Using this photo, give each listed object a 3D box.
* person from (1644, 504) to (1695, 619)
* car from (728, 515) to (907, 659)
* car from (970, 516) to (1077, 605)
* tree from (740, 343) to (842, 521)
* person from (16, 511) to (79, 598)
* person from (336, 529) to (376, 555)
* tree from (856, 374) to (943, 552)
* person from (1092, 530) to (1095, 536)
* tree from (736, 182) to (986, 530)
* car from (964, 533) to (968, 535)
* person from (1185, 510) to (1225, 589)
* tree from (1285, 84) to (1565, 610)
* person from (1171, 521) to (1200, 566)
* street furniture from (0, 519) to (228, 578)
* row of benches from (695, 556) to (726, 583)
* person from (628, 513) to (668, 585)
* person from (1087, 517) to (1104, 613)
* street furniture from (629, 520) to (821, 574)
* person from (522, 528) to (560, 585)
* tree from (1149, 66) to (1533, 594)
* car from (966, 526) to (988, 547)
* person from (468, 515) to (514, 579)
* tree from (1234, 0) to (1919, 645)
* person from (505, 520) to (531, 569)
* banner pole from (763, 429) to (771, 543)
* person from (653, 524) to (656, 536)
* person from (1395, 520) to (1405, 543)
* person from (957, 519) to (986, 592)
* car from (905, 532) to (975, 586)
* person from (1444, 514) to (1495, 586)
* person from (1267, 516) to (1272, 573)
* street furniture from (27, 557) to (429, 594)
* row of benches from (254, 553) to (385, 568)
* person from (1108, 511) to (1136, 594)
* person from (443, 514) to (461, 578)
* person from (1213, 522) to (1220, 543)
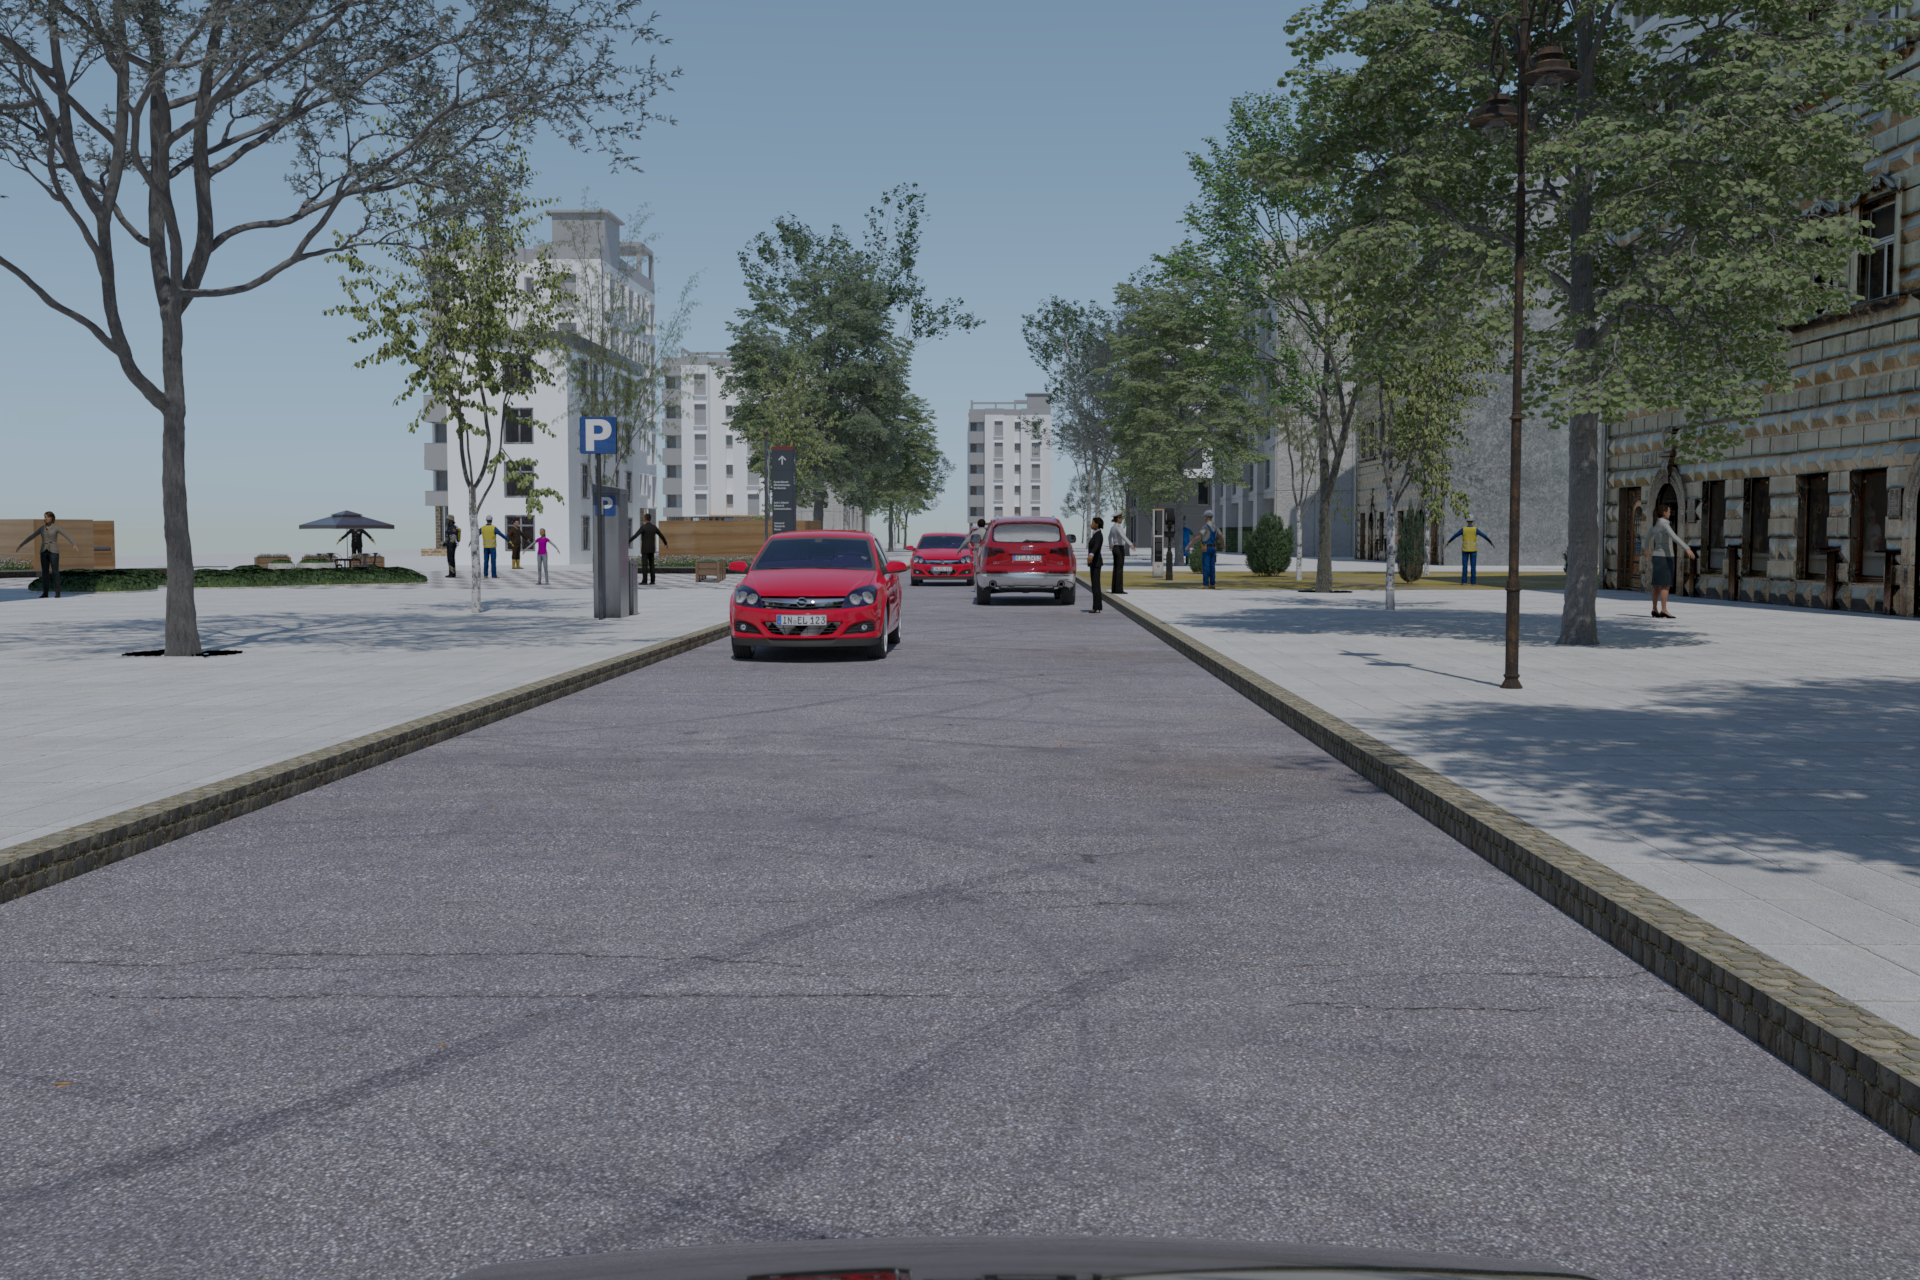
[{"bbox_3d":[10.777,-1.197,26.400,0.721,1.735,1.217,-1,4,-11],"label":"person"},{"bbox_3d":[-1.698,-0.749,21.283,2.155,1.783,4.494,0,4,1],"label":"car"},{"bbox_3d":[1.355,-1.712,36.659,2.281,1.827,5.304,0,4,1],"label":"car"},{"bbox_3d":[-6.753,-7.180,67.755,4.737,8.622,4.395,0,3,0],"label":"tree"},{"bbox_3d":[-18.268,-1.709,34.699,1.215,1.744,0.721,0,4,-3],"label":"person"},{"bbox_3d":[-21.314,-3.379,61.179,1.347,1.837,0.705,0,4,-5],"label":"person"},{"bbox_3d":[-4.674,-12.507,122.624,7.486,12.596,7.792,0,3,0],"label":"tree"},{"bbox_3d":[6.166,-4.480,79.440,0.705,1.806,1.347,0,4,-3],"label":"person"},{"bbox_3d":[-4.683,-14.458,92.283,12.611,20.169,13.585,0,3,0],"label":"tree"},{"bbox_3d":[0.676,-6.831,121.286,1.945,1.707,3.694,0,4,1],"label":"car"},{"bbox_3d":[5.787,-2.116,40.458,1.347,1.847,0.705,-3,5,-41],"label":"person"},{"bbox_3d":[7.424,-4.799,28.827,4.737,8.622,4.395,0,3,0],"label":"tree"},{"bbox_3d":[9.000,-3.863,69.289,1.347,1.817,0.704,-1,4,-9],"label":"person"},{"bbox_3d":[-30.134,-2.901,54.288,9.812,1.723,11.010,2,4,30],"label":"street furniture"},{"bbox_3d":[-6.858,-1.971,47.696,1.422,0.672,4.104,0,4,-5],"label":"row of benches"},{"bbox_3d":[-7.904,-2.297,43.787,1.346,1.802,0.704,-3,5,-44],"label":"person"},{"bbox_3d":[2.392,-1.361,31.426,0.721,1.740,1.216,0,4,7],"label":"person"},{"bbox_3d":[-8.729,-3.165,58.609,9.812,1.723,11.010,1,4,11],"label":"street furniture"},{"bbox_3d":[-10.572,-2.110,43.773,0.991,1.433,0.599,0,4,7],"label":"person"},{"bbox_3d":[8.145,-6.842,37.616,9.928,11.665,9.643,0,3,0],"label":"tree"},{"bbox_3d":[1.206,-4.226,77.775,2.281,1.827,5.304,0,4,2],"label":"car"},{"bbox_3d":[-13.558,-2.692,49.979,1.349,1.833,0.705,0,4,5],"label":"person"},{"bbox_3d":[7.146,-6.246,20.255,7.486,12.596,7.792,0,3,0],"label":"tree"},{"bbox_3d":[-16.200,-3.497,63.310,0.704,1.812,1.346,2,4,25],"label":"person"},{"bbox_3d":[-4.636,-3.164,41.756,0.401,3.779,0.863,0,4,3],"label":"banner pole"},{"bbox_3d":[-13.779,-4.297,77.065,0.721,1.733,1.217,-2,4,-25],"label":"person"},{"bbox_3d":[16.440,-3.523,63.742,1.345,1.843,0.704,-3,4,-39],"label":"person"},{"bbox_3d":[0.543,-2.075,42.566,1.347,1.806,0.705,1,4,18],"label":"person"},{"bbox_3d":[-0.450,-2.459,49.244,2.155,1.783,4.494,0,4,1],"label":"car"},{"bbox_3d":[12.736,-2.253,43.299,1.216,1.772,0.721,1,4,17],"label":"person"},{"bbox_3d":[10.118,-3.105,56.527,0.705,1.858,1.354,-1,4,-10],"label":"person"},{"bbox_3d":[-18.047,-1.636,42.372,5.734,0.657,10.072,3,4,37],"label":"street furniture"},{"bbox_3d":[-20.831,-2.487,56.132,4.104,0.672,1.422,-2,4,-26],"label":"row of benches"},{"bbox_3d":[3.455,-1.873,37.084,0.721,1.778,1.216,-1,4,-19],"label":"person"},{"bbox_3d":[-14.965,-2.755,50.826,0.705,1.856,1.354,-2,4,-25],"label":"person"},{"bbox_3d":[10.677,-4.116,73.563,0.705,1.796,1.348,-2,4,-28],"label":"person"}]
